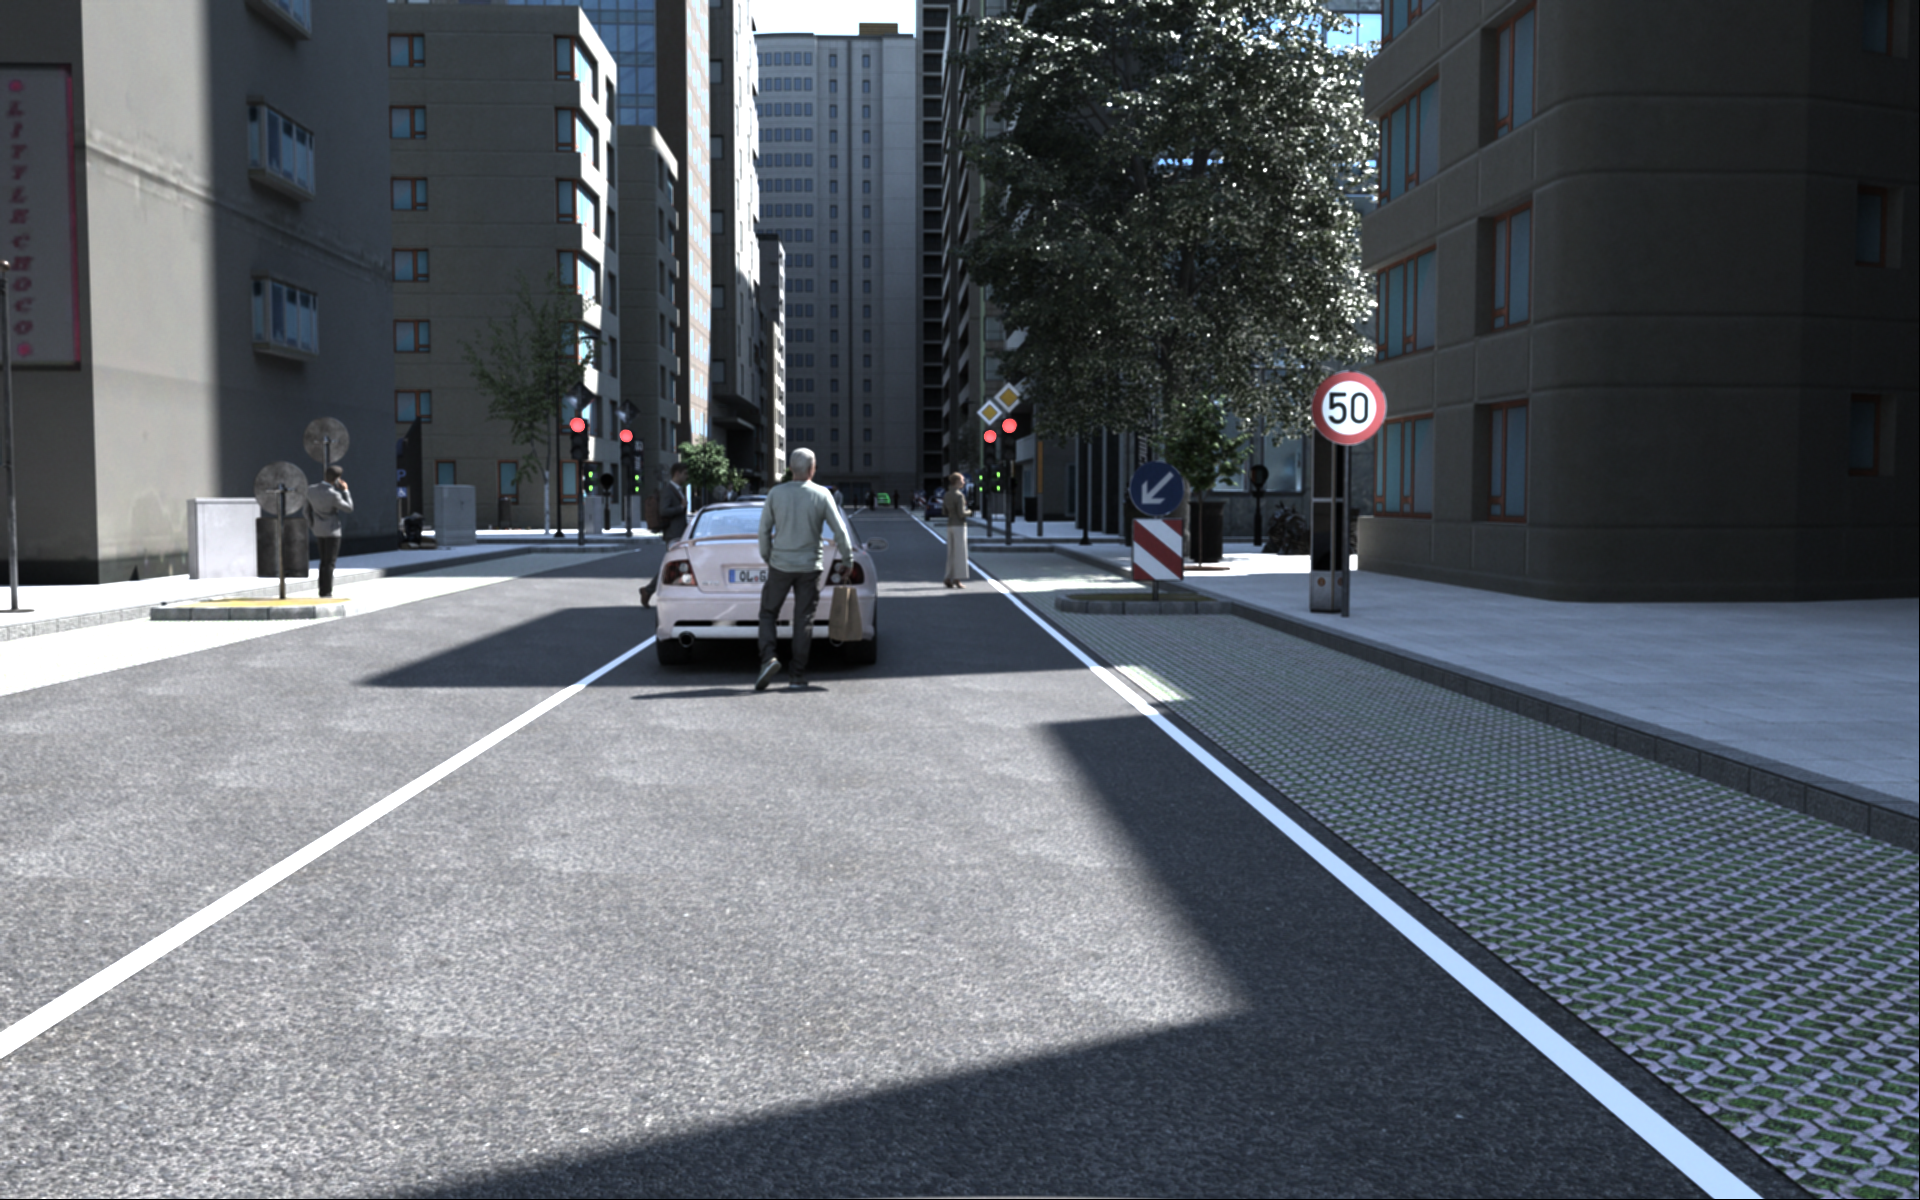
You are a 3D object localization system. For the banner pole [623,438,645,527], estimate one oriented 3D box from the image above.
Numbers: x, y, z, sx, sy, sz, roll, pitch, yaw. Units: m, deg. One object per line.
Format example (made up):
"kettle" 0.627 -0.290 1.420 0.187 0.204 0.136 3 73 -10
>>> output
"banner pole" -12.850 -4.784 68.238 0.863 3.779 0.401 -1 4 -10

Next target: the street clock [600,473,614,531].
"street clock" -12.346 -3.425 60.563 0.471 2.002 0.358 -1 4 -18

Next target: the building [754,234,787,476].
"building" -26.538 -25.786 193.297 14.107 30.474 14.160 0 4 -2

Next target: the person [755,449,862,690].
"person" -1.114 -0.231 12.766 0.782 1.767 0.515 0 4 -2

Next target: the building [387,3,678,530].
"building" -27.883 -14.092 75.448 27.650 21.520 28.899 0 4 -2

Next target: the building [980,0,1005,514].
"building" 8.283 -26.465 116.294 14.154 41.232 14.086 0 4 -2

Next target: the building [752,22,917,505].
"building" -19.746 -41.467 219.979 28.212 58.520 21.231 0 4 -2

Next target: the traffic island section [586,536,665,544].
"traffic island section" -9.784 -1.762 51.084 2.009 0.180 2.903 0 4 -2

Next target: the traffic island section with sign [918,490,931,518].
"traffic island section with sign" -1.307 -5.775 103.041 1.989 1.847 2.006 0 4 -2

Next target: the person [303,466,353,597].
"person" -8.305 -0.862 22.781 0.592 1.802 0.473 3 4 38

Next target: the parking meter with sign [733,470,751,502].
"parking meter with sign" -15.404 -7.848 124.574 1.738 3.016 0.543 0 4 2

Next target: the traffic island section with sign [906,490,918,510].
"traffic island section with sign" -4.613 -10.503 180.356 1.989 1.847 2.006 0 4 -2

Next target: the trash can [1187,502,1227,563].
"trash can" 4.602 -1.265 32.333 0.748 1.137 0.748 0 3 0

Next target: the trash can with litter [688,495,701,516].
"trash can with litter" -15.595 -5.469 100.483 2.233 1.210 1.678 0 4 -1

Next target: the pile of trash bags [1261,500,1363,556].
"pile of trash bags" 7.538 -1.627 36.349 1.912 1.369 3.447 0 4 -1

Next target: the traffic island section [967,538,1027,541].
"traffic island section" 0.898 -1.789 51.534 2.009 0.180 2.903 0 4 -2

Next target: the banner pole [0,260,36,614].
"banner pole" -10.246 -1.738 18.427 0.401 3.779 0.863 0 4 0

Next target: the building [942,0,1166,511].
"building" 9.273 -33.207 166.635 21.300 48.544 21.600 0 4 -2

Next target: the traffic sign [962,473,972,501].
"traffic sign" 0.339 -6.357 104.034 0.768 2.556 0.104 0 4 -2

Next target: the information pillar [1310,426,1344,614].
"information pillar" 3.994 -0.869 18.707 0.304 2.012 0.304 -3 5 -45

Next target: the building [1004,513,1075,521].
"building" 13.698 -28.549 90.484 21.300 48.544 21.600 0 4 -2

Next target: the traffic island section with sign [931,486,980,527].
"traffic island section with sign" -0.141 -4.127 76.111 1.989 1.847 2.006 0 4 -2

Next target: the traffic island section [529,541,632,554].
"traffic island section" -9.443 -1.274 43.106 2.009 0.180 2.903 0 4 -2

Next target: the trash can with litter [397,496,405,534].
"trash can with litter" -18.283 -2.747 55.978 1.678 1.210 2.233 -1 4 -20

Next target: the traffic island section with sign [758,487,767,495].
"traffic island section with sign" -11.716 -5.819 103.771 1.989 1.847 2.006 0 4 -2

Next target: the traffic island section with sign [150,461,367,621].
"traffic island section with sign" -8.148 -0.721 20.417 1.989 1.847 2.006 0 4 -2

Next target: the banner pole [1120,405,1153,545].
"banner pole" 4.505 -3.308 44.098 0.863 3.779 0.401 0 4 -1

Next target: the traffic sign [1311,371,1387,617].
"traffic sign" 4.019 -1.093 17.984 0.768 2.556 0.104 0 4 7

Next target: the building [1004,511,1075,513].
"building" 10.897 -31.891 145.125 21.300 48.544 21.600 0 4 -2

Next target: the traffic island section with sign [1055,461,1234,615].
"traffic island section with sign" 2.202 -0.778 21.350 1.989 1.847 2.006 0 4 -2

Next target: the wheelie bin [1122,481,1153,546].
"wheelie bin" 4.408 -2.112 42.437 0.980 1.594 0.693 2 4 26

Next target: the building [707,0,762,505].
"building" -30.315 -33.579 138.254 28.713 52.752 27.495 0 4 -2

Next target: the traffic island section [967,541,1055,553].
"traffic island section" 1.239 -1.301 43.557 2.009 0.180 2.903 0 4 -2

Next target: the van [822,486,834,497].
"van" -10.465 -7.860 132.900 2.240 2.365 5.245 0 4 -4

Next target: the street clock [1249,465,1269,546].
"street clock" 7.373 -2.339 42.821 0.471 2.002 0.358 0 4 5

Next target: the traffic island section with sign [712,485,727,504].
"traffic island section with sign" -10.546 -4.140 76.324 1.989 1.847 2.006 0 4 -2

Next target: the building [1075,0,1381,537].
"building" 19.833 -45.729 60.335 31.000 86.520 22.319 0 4 -2

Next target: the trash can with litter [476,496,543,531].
"trash can with litter" -15.715 -3.038 60.734 2.233 1.210 1.678 2 4 24

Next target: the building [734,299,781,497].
"building" -32.089 -19.710 167.301 27.650 21.520 28.899 0 4 -2

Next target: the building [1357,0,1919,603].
"building" 21.154 -10.387 14.873 27.650 21.520 28.899 0 4 -2

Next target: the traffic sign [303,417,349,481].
"traffic sign" -10.503 -1.749 28.704 0.768 2.556 0.104 0 4 -1

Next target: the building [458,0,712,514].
"building" -24.220 -28.428 114.903 14.600 45.320 14.200 0 4 -2

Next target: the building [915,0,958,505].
"building" 4.650 -47.841 220.457 20.611 71.187 20.563 0 4 -2

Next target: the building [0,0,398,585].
"building" -22.800 -24.654 26.800 21.600 48.544 21.300 0 4 -2

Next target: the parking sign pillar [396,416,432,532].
"parking sign pillar" -18.940 -4.346 59.529 1.447 3.967 1.447 0 4 5

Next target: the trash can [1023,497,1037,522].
"trash can" 3.283 -4.170 79.832 0.748 1.137 0.748 0 3 0

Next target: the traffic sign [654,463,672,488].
"traffic sign" -12.367 -4.404 72.109 0.768 2.556 0.104 0 4 -1

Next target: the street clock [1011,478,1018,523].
"street clock" 2.351 -4.476 77.757 0.471 2.002 0.358 1 4 13
